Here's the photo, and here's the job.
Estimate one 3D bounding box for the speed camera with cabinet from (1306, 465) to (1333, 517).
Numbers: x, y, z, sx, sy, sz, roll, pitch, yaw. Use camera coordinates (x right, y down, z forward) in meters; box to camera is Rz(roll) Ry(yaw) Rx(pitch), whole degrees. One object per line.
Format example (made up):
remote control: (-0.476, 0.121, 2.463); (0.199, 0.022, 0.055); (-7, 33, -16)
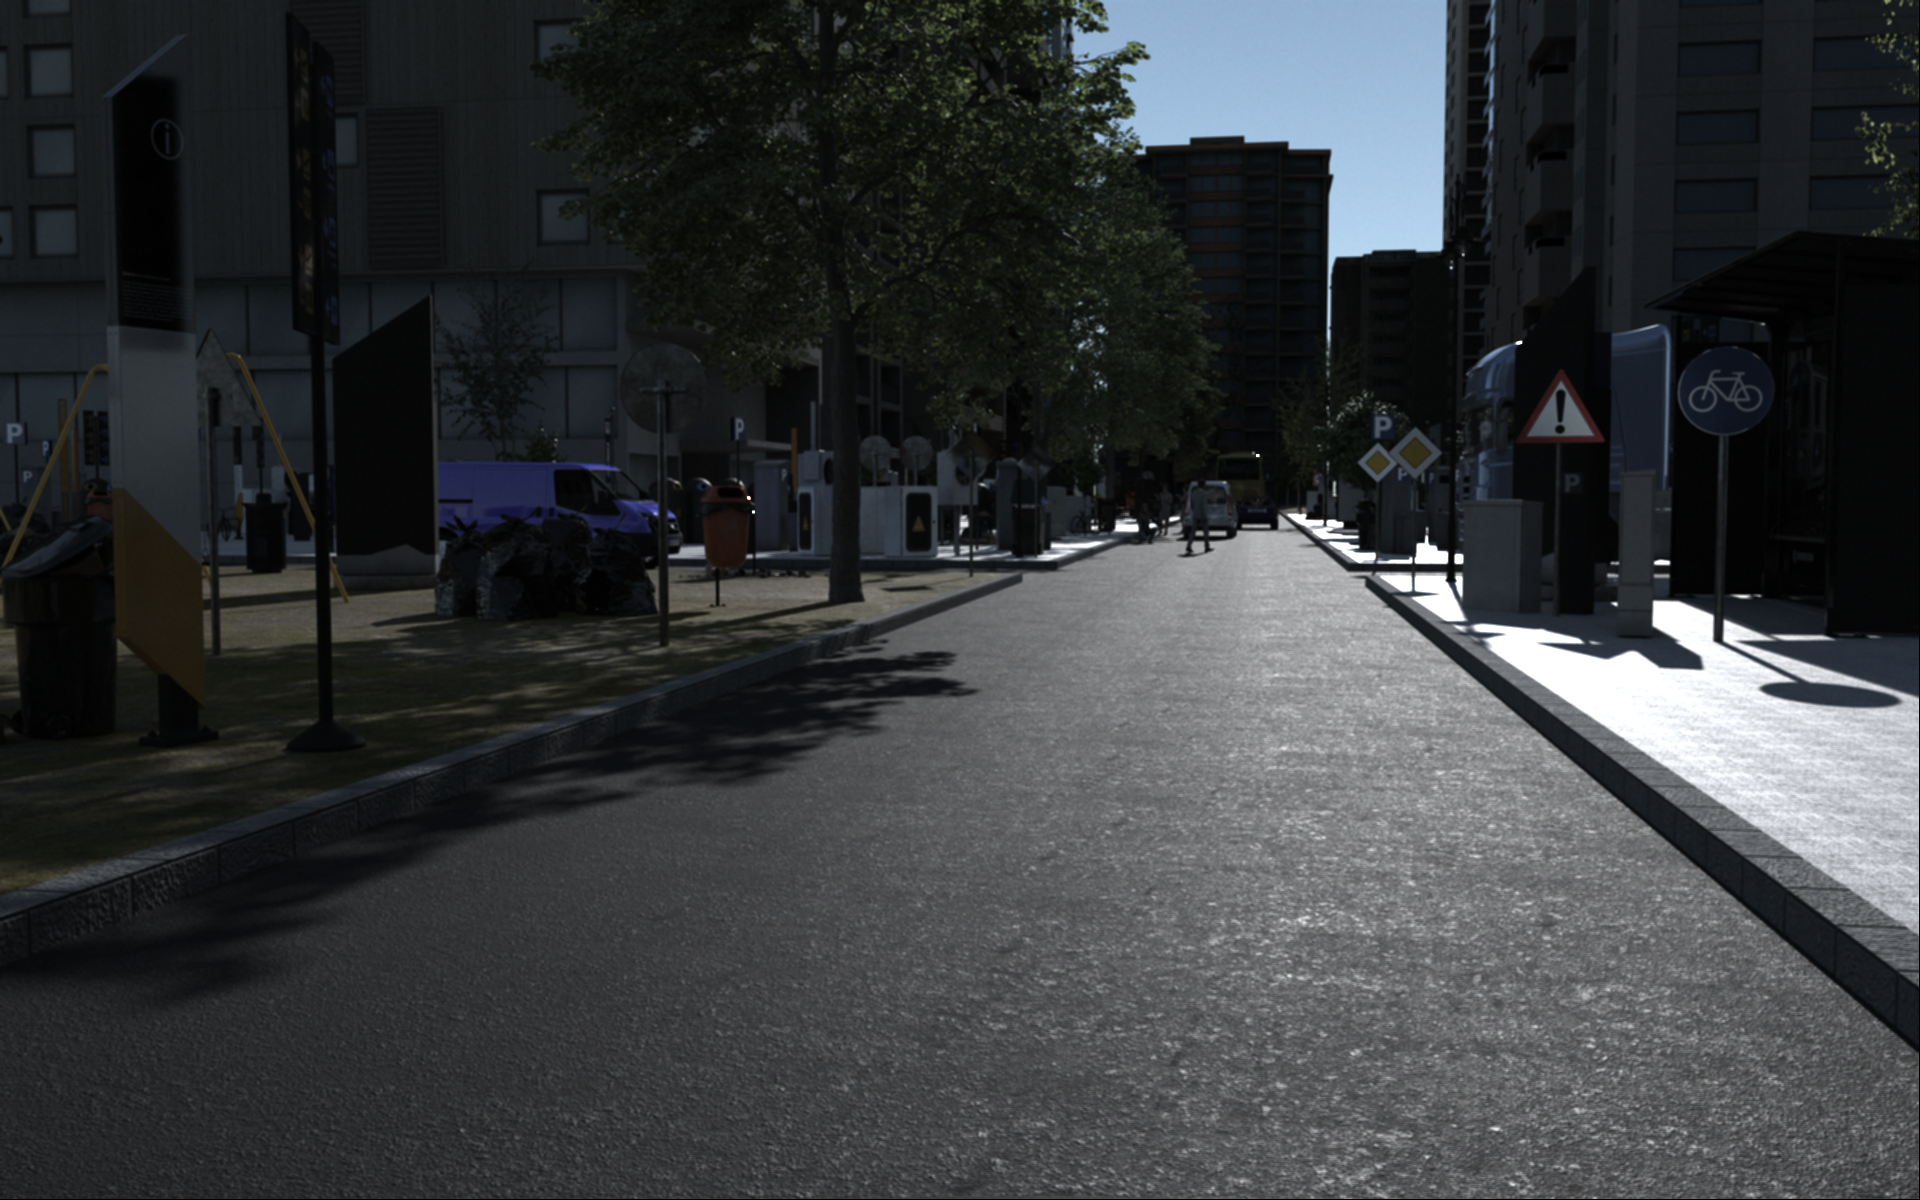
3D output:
speed camera with cabinet: (18.637, -5.828, 89.617); (0.660, 3.252, 2.038); (3, 4, 37)

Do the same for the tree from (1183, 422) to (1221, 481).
tree: (24.749, -13.752, 175.204); (4.360, 8.622, 3.978); (0, 3, 0)

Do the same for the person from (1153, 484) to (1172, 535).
person: (6.992, -3.136, 60.127); (0.716, 1.782, 0.532); (2, 4, 31)

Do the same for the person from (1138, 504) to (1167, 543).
person: (5.555, -2.239, 50.607); (1.012, 1.151, 0.738); (-1, 4, -15)

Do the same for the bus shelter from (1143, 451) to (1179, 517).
bus shelter: (11.422, -6.539, 98.197); (1.731, 3.624, 6.357); (1, 4, 10)

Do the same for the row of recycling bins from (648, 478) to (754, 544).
row of recycling bins: (-6.386, -2.320, 45.052); (3.534, 1.692, 1.069); (-2, 4, -29)

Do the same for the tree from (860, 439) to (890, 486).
tree: (-3.560, -4.085, 61.394); (1.663, 3.219, 1.824); (0, 3, 0)

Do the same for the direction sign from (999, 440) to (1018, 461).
direction sign: (2.051, -4.920, 72.442); (0.876, 3.537, 0.379); (0, 4, 2)

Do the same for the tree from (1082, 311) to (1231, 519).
tree: (9.295, -9.401, 88.111); (7.601, 10.594, 8.767); (3, 4, 36)

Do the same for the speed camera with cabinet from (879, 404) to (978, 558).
speed camera with cabinet: (-0.576, -2.506, 35.303); (2.038, 3.252, 0.660); (-3, 5, -40)

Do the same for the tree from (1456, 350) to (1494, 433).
tree: (26.615, -8.229, 84.904); (4.737, 8.622, 4.395); (0, 3, 0)

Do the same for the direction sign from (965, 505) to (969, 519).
direction sign: (0.441, -6.041, 90.763); (0.379, 3.537, 0.876); (-1, 4, -12)

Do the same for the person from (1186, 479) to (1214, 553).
person: (5.865, -2.059, 42.432); (0.850, 1.792, 0.678); (-3, 5, -41)

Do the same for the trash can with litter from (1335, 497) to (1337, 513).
trash can with litter: (18.385, -4.344, 82.413); (1.055, 1.170, 0.624); (2, 4, 33)

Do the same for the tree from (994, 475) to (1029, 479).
tree: (2.574, -5.424, 83.289); (1.663, 3.219, 1.824); (0, 3, 0)

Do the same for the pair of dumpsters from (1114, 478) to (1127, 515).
pair of dumpsters: (9.941, -6.241, 104.534); (1.574, 2.255, 4.437); (1, 4, 10)

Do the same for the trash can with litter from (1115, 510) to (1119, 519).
trash can with litter: (7.124, -4.409, 83.482); (0.624, 1.170, 1.055); (1, 4, 23)

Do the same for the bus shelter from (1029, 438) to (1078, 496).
bus shelter: (4.174, -5.063, 74.059); (1.731, 3.624, 6.357); (1, 4, 9)

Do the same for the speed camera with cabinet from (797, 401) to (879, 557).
speed camera with cabinet: (-2.421, -2.613, 37.053); (2.038, 3.252, 0.660); (1, 4, 16)

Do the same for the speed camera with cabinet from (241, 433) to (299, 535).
speed camera with cabinet: (-22.026, -3.727, 55.277); (0.660, 3.252, 2.038); (1, 4, 23)

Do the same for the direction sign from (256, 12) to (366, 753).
direction sign: (-3.209, -1.020, 8.669); (0.379, 3.537, 0.876); (0, 4, -8)

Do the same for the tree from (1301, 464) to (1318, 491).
tree: (22.553, -7.036, 109.641); (1.663, 3.219, 1.824); (0, 3, 0)

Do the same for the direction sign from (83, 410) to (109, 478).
direction sign: (-23.514, -3.377, 47.212); (0.379, 3.537, 0.876); (1, 4, 15)

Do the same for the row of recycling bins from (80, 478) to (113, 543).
row of recycling bins: (-21.416, -2.310, 44.889); (3.534, 1.692, 1.069); (2, 4, 26)

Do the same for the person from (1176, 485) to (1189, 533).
person: (8.214, -3.366, 63.894); (0.532, 1.782, 0.716); (-1, 4, -16)

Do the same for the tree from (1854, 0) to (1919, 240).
tree: (13.306, -4.383, 22.028); (4.360, 8.622, 3.978); (0, 3, 0)

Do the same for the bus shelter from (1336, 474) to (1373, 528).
bus shelter: (14.624, -4.226, 63.025); (2.014, 3.302, 5.546); (1, 4, 10)

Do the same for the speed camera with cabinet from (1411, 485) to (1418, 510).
speed camera with cabinet: (18.677, -4.770, 72.327); (0.660, 3.252, 2.038); (2, 4, 24)

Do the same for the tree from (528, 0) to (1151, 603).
tree: (-1.773, -6.262, 20.504); (7.486, 12.596, 7.792); (0, 3, 0)

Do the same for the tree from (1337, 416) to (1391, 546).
tree: (10.246, -2.986, 43.429); (1.663, 3.219, 1.824); (0, 3, 0)

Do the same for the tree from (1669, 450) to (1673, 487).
tree: (27.800, -4.491, 68.026); (1.663, 3.219, 1.824); (0, 3, 0)

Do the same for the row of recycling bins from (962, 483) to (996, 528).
row of recycling bins: (1.699, -3.543, 65.039); (3.534, 1.692, 1.069); (3, 5, 45)

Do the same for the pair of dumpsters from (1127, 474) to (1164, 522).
pair of dumpsters: (8.836, -4.771, 80.506); (1.574, 2.255, 4.437); (1, 4, 10)

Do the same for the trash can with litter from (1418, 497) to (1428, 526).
trash can with litter: (18.218, -3.487, 68.398); (0.624, 1.170, 1.055); (-2, 4, -28)

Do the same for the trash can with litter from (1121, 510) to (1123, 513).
trash can with litter: (10.001, -5.968, 108.964); (0.624, 1.170, 1.055); (1, 4, 17)

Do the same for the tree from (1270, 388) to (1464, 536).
tree: (12.519, -4.240, 53.034); (4.285, 4.588, 4.351); (0, 3, 0)

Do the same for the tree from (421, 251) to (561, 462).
tree: (-13.772, -6.189, 51.552); (4.360, 8.622, 3.978); (0, 3, 0)

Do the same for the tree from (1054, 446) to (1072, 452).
tree: (6.581, -7.431, 105.215); (4.285, 4.588, 4.351); (0, 3, 0)

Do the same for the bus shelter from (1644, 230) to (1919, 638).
bus shelter: (8.806, -1.657, 18.382); (1.731, 3.624, 6.357); (1, 4, 10)

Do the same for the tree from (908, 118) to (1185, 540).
tree: (2.296, -7.474, 47.962); (9.928, 11.665, 9.643); (0, 3, 0)

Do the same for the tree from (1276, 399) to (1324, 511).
tree: (26.395, -11.231, 133.984); (4.360, 8.622, 3.978); (0, 3, 0)

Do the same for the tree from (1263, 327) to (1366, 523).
tree: (16.119, -7.734, 76.806); (4.737, 8.622, 4.395); (0, 3, 0)

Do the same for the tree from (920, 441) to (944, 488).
tree: (-0.553, -4.115, 61.879); (1.663, 3.219, 1.824); (0, 3, 0)

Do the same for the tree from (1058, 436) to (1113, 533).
tree: (4.011, -3.848, 57.510); (1.663, 3.219, 1.824); (0, 3, 0)

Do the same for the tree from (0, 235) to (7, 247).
tree: (-5.061, -1.341, 5.645); (4.285, 4.588, 4.351); (0, 3, 0)

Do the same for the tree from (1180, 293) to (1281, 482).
tree: (23.321, -18.832, 163.789); (12.611, 20.169, 13.585); (0, 3, 0)

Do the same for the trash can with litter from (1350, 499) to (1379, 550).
trash can with litter: (9.541, -1.738, 39.811); (1.055, 1.170, 0.624); (-2, 4, -33)

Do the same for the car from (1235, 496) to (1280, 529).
car: (12.241, -3.604, 71.499); (1.945, 1.354, 3.894); (1, 4, 9)

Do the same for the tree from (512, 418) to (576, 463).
tree: (-10.544, -3.025, 44.057); (1.663, 3.219, 1.824); (0, 3, 0)

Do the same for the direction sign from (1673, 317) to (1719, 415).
direction sign: (9.506, -1.862, 22.442); (0.379, 3.537, 0.876); (-1, 4, -12)

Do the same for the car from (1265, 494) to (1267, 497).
car: (19.752, -6.666, 117.667); (2.281, 1.827, 5.304); (0, 4, 8)

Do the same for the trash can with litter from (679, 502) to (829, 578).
trash can with litter: (-3.099, -0.969, 26.894); (2.233, 1.210, 1.678); (1, 4, 13)

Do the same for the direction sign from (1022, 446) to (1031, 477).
direction sign: (3.070, -5.438, 80.906); (0.876, 3.537, 0.379); (0, 4, 3)
